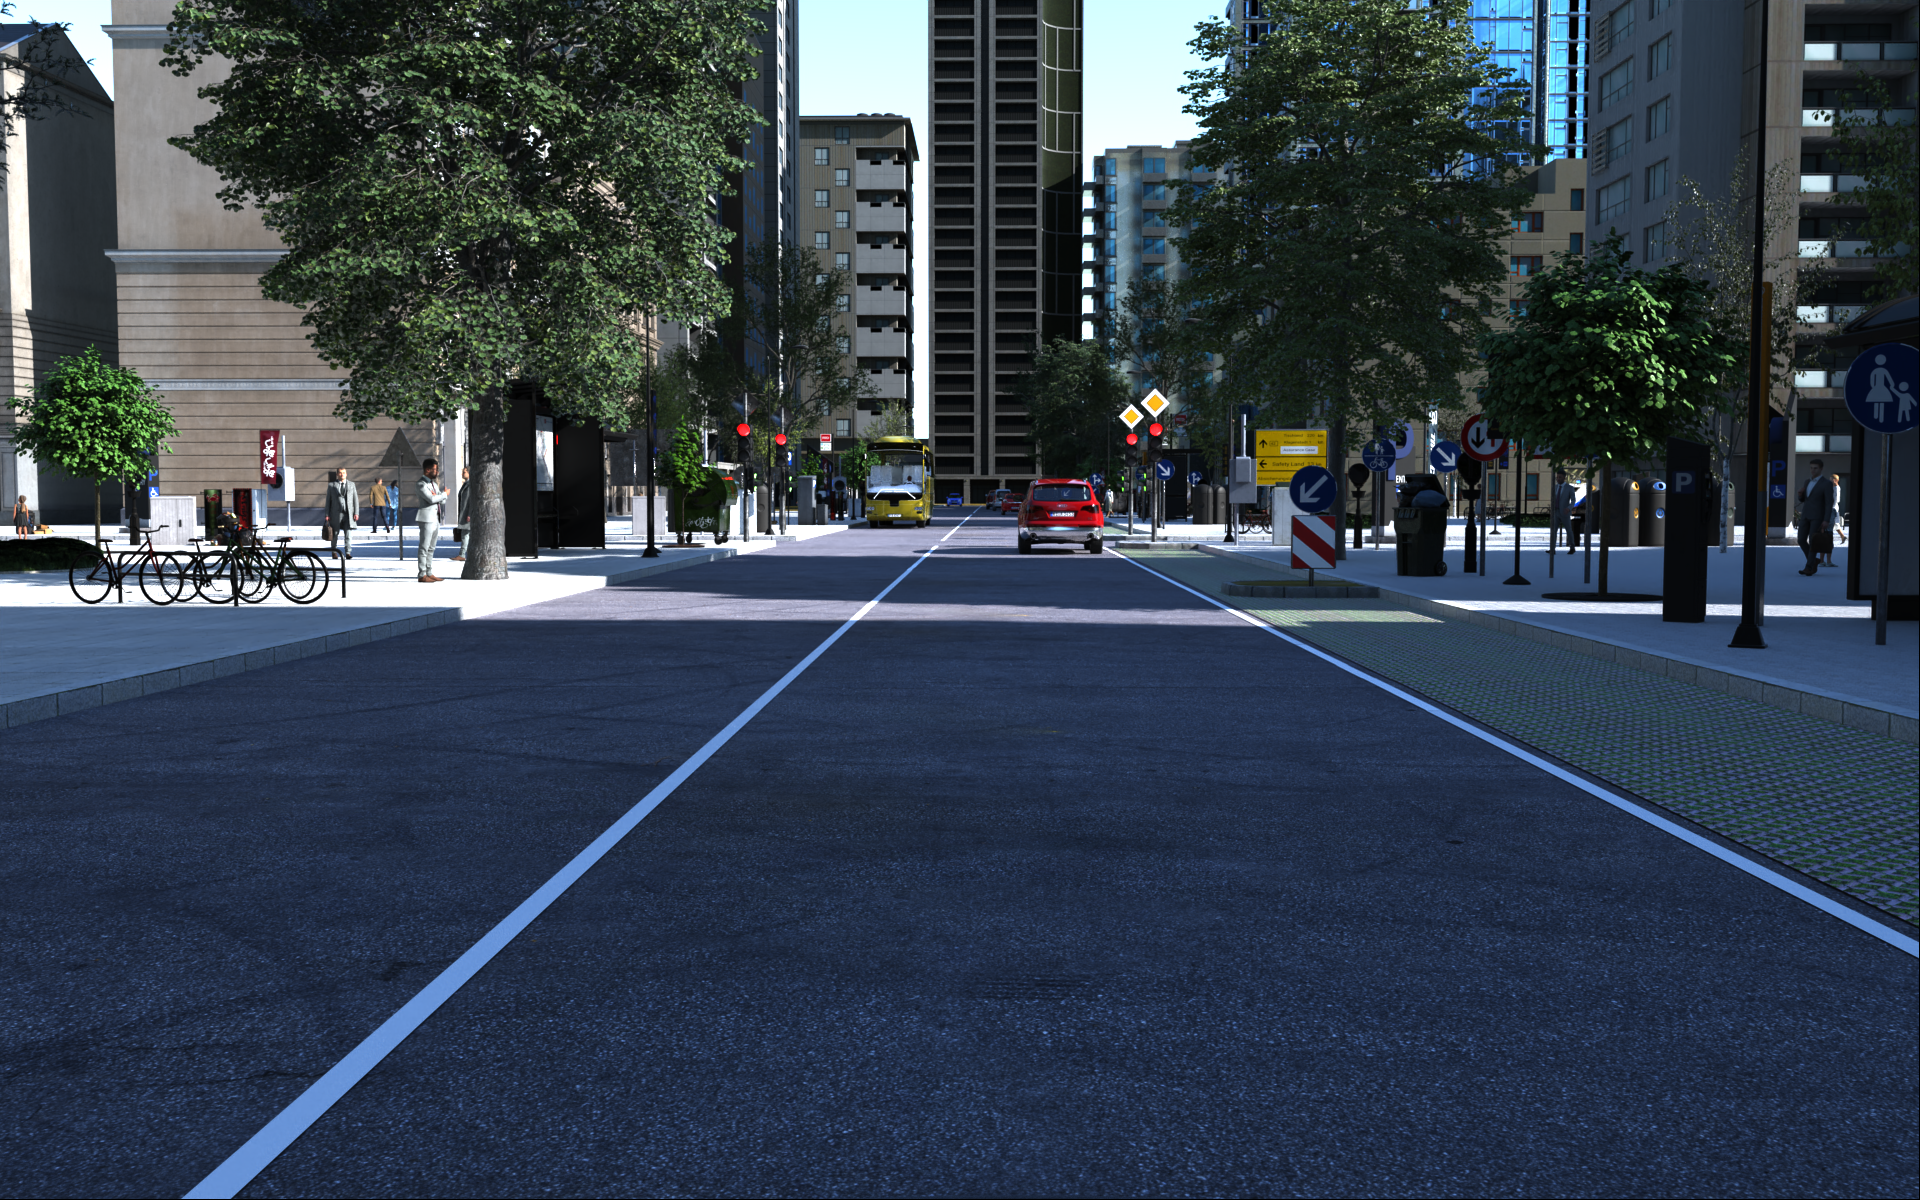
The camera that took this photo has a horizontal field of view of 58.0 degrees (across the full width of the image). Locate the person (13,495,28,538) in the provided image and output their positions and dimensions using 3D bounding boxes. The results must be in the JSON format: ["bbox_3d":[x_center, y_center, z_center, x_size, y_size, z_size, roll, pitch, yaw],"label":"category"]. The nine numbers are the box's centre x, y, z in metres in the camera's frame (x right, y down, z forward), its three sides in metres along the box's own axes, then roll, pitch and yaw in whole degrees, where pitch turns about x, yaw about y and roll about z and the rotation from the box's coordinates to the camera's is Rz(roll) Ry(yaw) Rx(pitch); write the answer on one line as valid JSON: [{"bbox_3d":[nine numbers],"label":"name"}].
[{"bbox_3d":[-25.327,-2.201,46.706,0.362,1.253,0.373,-2,4,-34],"label":"person"}]

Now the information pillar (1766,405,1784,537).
[{"bbox_3d":[21.304,-3.294,45.218,0.504,3.616,0.183,2,4,35],"label":"information pillar"}]

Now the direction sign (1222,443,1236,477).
[{"bbox_3d":[12.093,-5.253,77.890,0.379,3.537,0.876,-2,4,-32],"label":"direction sign"}]

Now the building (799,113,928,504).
[{"bbox_3d":[-17.679,-39.782,239.667,27.495,52.752,28.713,0,4,1],"label":"building"}]

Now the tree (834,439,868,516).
[{"bbox_3d":[-5.915,-7.365,104.136,4.285,4.588,4.351,0,3,0],"label":"tree"}]

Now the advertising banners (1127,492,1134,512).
[{"bbox_3d":[12.507,-7.676,121.697,2.074,3.025,0.090,3,4,37],"label":"advertising banners"}]

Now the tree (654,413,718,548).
[{"bbox_3d":[-6.565,-2.882,41.724,1.663,3.219,1.824,0,3,0],"label":"tree"}]

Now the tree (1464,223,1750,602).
[{"bbox_3d":[7.927,-2.288,21.117,4.285,4.588,4.351,0,3,0],"label":"tree"}]

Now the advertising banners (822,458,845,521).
[{"bbox_3d":[-6.154,-5.373,84.038,0.090,3.025,2.074,-2,4,-34],"label":"advertising banners"}]

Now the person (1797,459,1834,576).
[{"bbox_3d":[13.442,-1.298,27.225,0.822,1.834,0.622,-2,4,-35],"label":"person"}]

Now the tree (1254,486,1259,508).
[{"bbox_3d":[21.114,-7.906,123.869,1.663,3.219,1.824,0,3,0],"label":"tree"}]

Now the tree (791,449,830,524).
[{"bbox_3d":[-6.431,-4.893,74.601,1.663,3.219,1.824,0,3,0],"label":"tree"}]

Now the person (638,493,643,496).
[{"bbox_3d":[-10.220,-2.759,55.427,0.640,1.303,0.475,2,4,27],"label":"person"}]

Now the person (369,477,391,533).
[{"bbox_3d":[-19.016,-3.113,56.850,0.836,1.842,0.656,2,4,32],"label":"person"}]

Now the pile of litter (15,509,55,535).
[{"bbox_3d":[-29.607,-2.541,55.511,1.176,0.858,1.719,0,4,1],"label":"pile of litter"}]

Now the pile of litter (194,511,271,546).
[{"bbox_3d":[-18.106,-1.782,43.095,1.719,0.858,1.176,1,4,10],"label":"pile of litter"}]

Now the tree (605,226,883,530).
[{"bbox_3d":[-6.548,-7.769,61.434,8.767,10.594,7.601,2,4,31],"label":"tree"}]

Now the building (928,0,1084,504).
[{"bbox_3d":[6.288,-48.708,234.622,20.611,71.187,20.563,0,4,1],"label":"building"}]

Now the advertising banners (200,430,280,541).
[{"bbox_3d":[-19.558,-3.115,47.111,2.074,3.025,0.090,-1,4,-10],"label":"advertising banners"}]

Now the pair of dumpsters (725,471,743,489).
[{"bbox_3d":[-9.815,-4.132,70.049,1.574,2.255,4.437,0,4,1],"label":"pair of dumpsters"}]

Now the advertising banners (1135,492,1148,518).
[{"bbox_3d":[10.583,-5.928,93.104,2.074,3.025,0.090,0,4,-2],"label":"advertising banners"}]

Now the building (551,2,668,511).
[{"bbox_3d":[-28.334,-42.902,139.697,20.563,71.187,20.611,0,4,1],"label":"building"}]

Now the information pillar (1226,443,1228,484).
[{"bbox_3d":[12.347,-5.392,79.515,0.183,3.616,0.504,3,5,42],"label":"information pillar"}]

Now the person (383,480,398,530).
[{"bbox_3d":[-20.274,-3.391,61.755,0.793,1.790,0.793,2,4,31],"label":"person"}]

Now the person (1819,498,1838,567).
[{"bbox_3d":[15.311,-1.211,30.530,0.332,1.250,0.352,1,4,18],"label":"person"}]

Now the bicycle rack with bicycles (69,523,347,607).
[{"bbox_3d":[-8.655,-0.448,20.700,2.925,0.926,2.852,1,4,23],"label":"bicycle rack with bicycles"}]

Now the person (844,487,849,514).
[{"bbox_3d":[-7.454,-6.502,112.530,0.661,1.801,0.590,2,4,32],"label":"person"}]

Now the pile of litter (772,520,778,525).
[{"bbox_3d":[-8.294,-3.629,73.295,1.176,0.858,1.719,0,4,-1],"label":"pile of litter"}]

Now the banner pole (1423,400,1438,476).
[{"bbox_3d":[11.521,-3.211,42.522,0.401,3.779,0.863,3,5,43],"label":"banner pole"}]

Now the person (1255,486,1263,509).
[{"bbox_3d":[20.187,-6.821,117.370,0.655,1.846,0.447,0,4,-4],"label":"person"}]

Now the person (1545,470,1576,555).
[{"bbox_3d":[12.769,-1.858,36.701,0.850,1.792,0.678,-3,4,-38],"label":"person"}]

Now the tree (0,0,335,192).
[{"bbox_3d":[-7.817,-6.173,11.292,12.009,13.543,11.850,0,3,0],"label":"tree"}]

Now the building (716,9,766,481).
[{"bbox_3d":[-25.726,-31.119,158.914,14.600,45.320,14.200,0,4,1],"label":"building"}]

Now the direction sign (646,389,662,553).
[{"bbox_3d":[-6.685,-2.789,37.604,0.379,3.537,0.876,0,4,2],"label":"direction sign"}]

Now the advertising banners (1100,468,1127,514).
[{"bbox_3d":[9.955,-7.182,113.610,2.074,3.025,0.090,-2,4,-34],"label":"advertising banners"}]

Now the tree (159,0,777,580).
[{"bbox_3d":[-7.197,-7.291,25.864,9.857,13.997,8.962,0,3,0],"label":"tree"}]

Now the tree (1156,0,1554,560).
[{"bbox_3d":[7.510,-7.075,33.805,7.486,12.596,7.792,0,3,0],"label":"tree"}]

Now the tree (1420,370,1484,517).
[{"bbox_3d":[27.658,-8.894,95.773,4.360,8.622,3.978,0,3,0],"label":"tree"}]

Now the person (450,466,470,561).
[{"bbox_3d":[-9.433,-1.648,33.089,0.767,1.812,0.694,-3,4,-36],"label":"person"}]

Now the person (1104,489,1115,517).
[{"bbox_3d":[8.297,-5.484,95.927,0.641,1.798,0.478,-1,4,-20],"label":"person"}]

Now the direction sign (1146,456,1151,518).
[{"bbox_3d":[10.352,-6.283,94.730,0.379,3.537,0.876,-2,4,-33],"label":"direction sign"}]

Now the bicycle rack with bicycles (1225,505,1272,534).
[{"bbox_3d":[10.003,-2.643,56.603,2.925,0.926,2.852,-1,4,-9],"label":"bicycle rack with bicycles"}]

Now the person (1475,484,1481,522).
[{"bbox_3d":[23.653,-4.434,79.114,0.480,1.755,0.524,-3,4,-38],"label":"person"}]

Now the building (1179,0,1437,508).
[{"bbox_3d":[35.060,-52.650,173.506,22.319,86.520,31.000,0,4,1],"label":"building"}]

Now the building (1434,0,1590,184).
[{"bbox_3d":[67.414,-52.878,177.230,31.000,86.520,22.319,0,4,1],"label":"building"}]

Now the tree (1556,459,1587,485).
[{"bbox_3d":[33.512,-8.958,96.821,4.737,8.622,4.395,0,3,0],"label":"tree"}]

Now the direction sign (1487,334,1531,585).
[{"bbox_3d":[7.914,-1.989,24.511,0.876,3.537,0.379,1,4,18],"label":"direction sign"}]

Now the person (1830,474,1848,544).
[{"bbox_3d":[22.306,-2.308,44.138,0.624,1.780,0.694,2,4,32],"label":"person"}]

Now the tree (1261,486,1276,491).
[{"bbox_3d":[19.277,-6.736,104.735,1.663,3.219,1.824,0,3,0],"label":"tree"}]

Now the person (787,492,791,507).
[{"bbox_3d":[-17.358,-10.411,175.897,0.705,1.869,1.348,0,4,0],"label":"person"}]

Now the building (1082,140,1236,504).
[{"bbox_3d":[31.922,-37.767,237.099,30.456,49.044,23.786,0,4,1],"label":"building"}]

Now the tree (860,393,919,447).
[{"bbox_3d":[-4.903,-10.756,126.222,4.360,8.622,3.978,0,3,0],"label":"tree"}]

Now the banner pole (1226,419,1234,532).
[{"bbox_3d":[9.160,-4.181,58.371,0.401,3.779,0.863,0,4,8],"label":"banner pole"}]

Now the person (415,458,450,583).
[{"bbox_3d":[-7.663,-1.161,25.200,0.466,1.800,0.511,0,4,-7],"label":"person"}]

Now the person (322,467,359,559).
[{"bbox_3d":[-12.181,-1.708,34.068,0.694,1.812,0.767,-2,4,-26],"label":"person"}]

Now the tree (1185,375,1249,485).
[{"bbox_3d":[15.418,-9.479,105.341,4.737,8.622,4.395,0,3,0],"label":"tree"}]
